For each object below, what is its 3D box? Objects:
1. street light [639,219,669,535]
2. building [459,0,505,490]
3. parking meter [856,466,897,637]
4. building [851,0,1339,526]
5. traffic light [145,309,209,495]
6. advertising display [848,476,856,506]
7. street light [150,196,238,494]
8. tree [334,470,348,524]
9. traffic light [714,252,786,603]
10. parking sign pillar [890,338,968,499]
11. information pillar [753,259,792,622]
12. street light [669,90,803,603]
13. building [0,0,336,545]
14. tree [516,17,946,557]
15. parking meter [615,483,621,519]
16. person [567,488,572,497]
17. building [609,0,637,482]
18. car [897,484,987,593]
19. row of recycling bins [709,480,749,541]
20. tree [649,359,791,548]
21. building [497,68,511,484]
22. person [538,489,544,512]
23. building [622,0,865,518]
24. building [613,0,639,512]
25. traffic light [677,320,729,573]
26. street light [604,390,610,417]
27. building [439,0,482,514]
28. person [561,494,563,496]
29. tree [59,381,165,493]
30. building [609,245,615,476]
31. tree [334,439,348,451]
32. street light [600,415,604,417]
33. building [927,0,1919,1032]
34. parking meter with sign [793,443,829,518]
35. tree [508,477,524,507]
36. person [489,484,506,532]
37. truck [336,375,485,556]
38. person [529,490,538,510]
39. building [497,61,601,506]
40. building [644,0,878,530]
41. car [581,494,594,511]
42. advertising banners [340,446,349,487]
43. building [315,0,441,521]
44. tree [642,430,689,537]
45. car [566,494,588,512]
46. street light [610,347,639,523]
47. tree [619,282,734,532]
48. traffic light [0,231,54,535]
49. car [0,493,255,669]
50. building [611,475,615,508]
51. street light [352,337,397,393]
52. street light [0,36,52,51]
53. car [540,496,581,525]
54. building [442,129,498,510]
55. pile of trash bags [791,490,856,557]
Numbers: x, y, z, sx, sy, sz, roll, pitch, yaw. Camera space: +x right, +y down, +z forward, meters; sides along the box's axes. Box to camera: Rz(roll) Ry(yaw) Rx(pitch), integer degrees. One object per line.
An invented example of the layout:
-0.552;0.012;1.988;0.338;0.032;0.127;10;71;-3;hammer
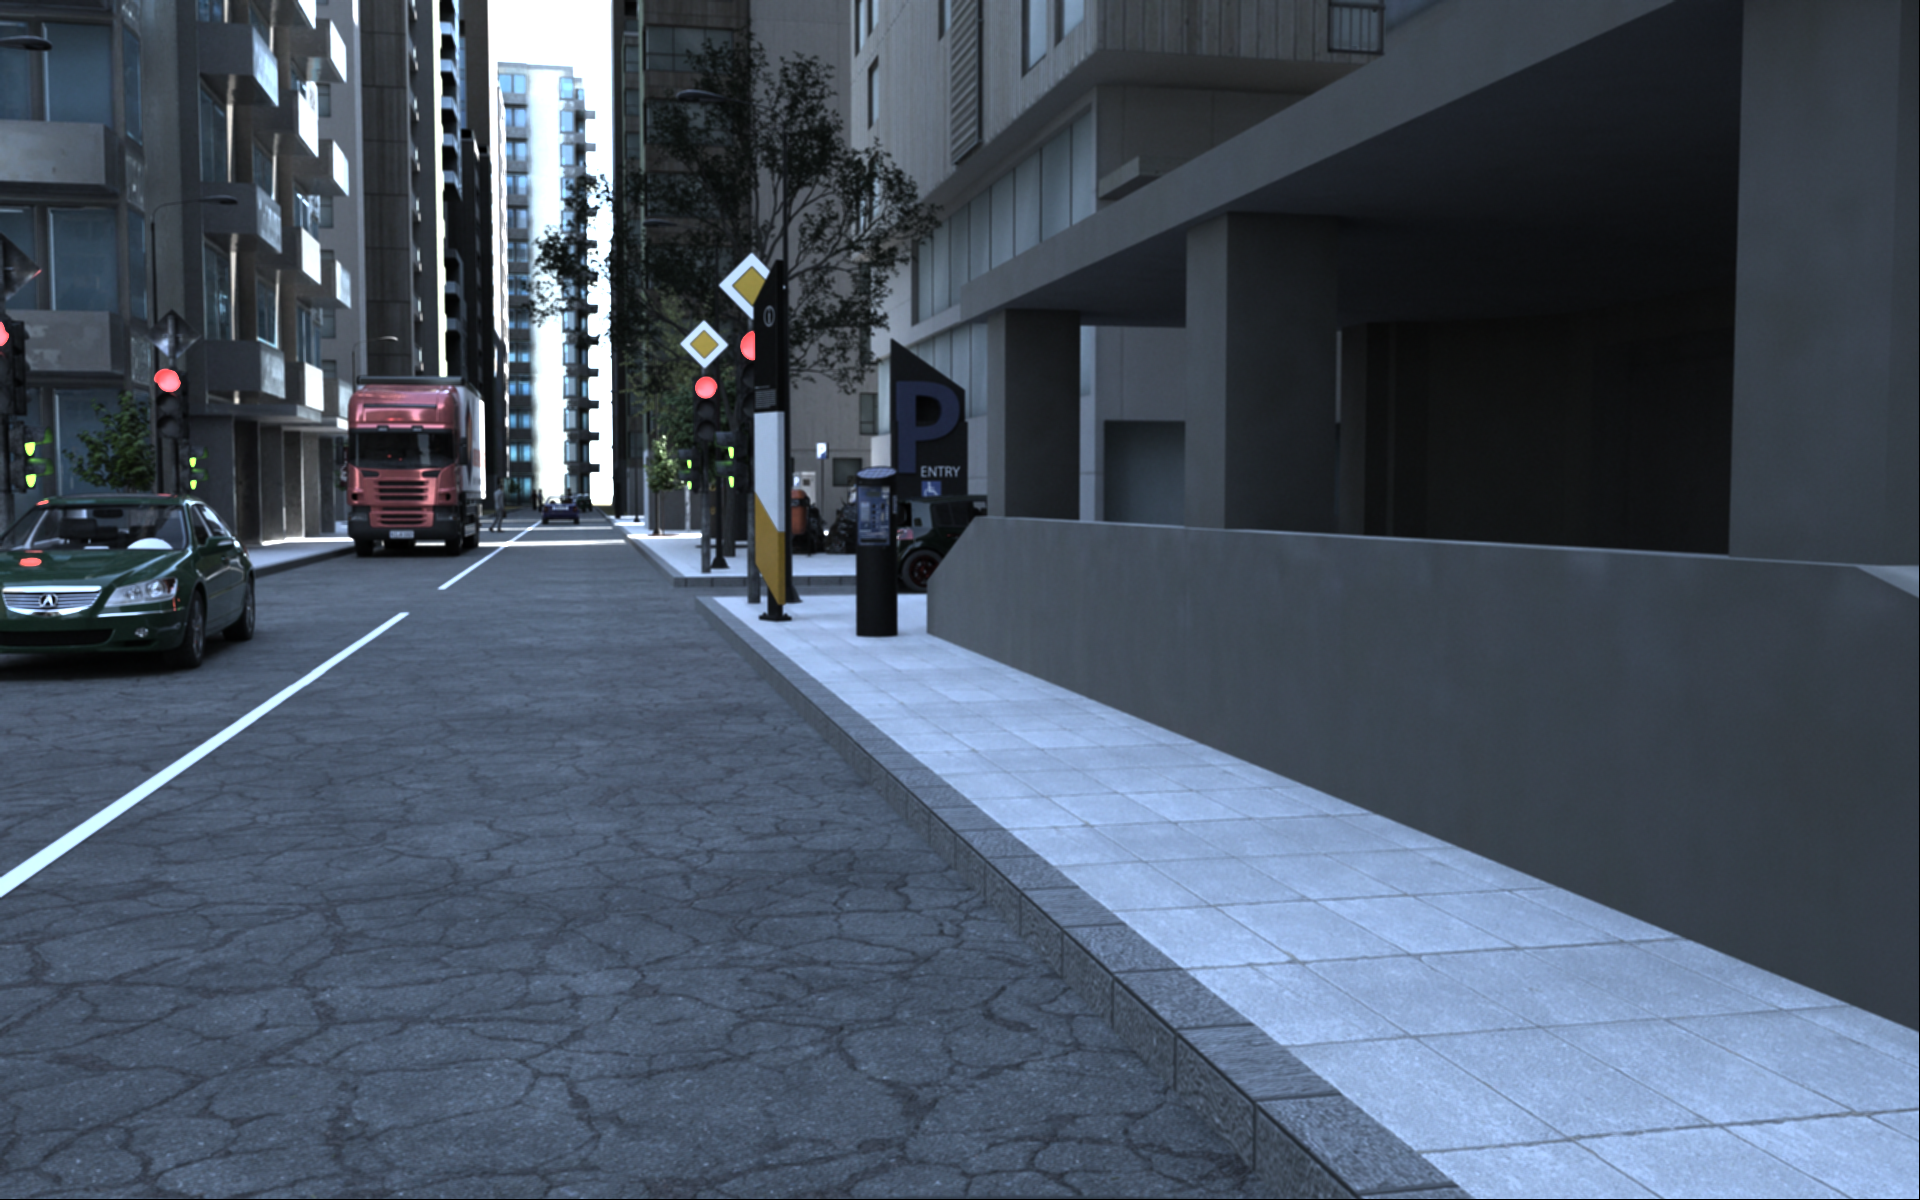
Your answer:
-4.679;-3.488;29.568;1.470;5.913;1.316;-1;4;-12;street light
-47.151;-30.536;149.375;14.600;45.320;14.200;-1;4;-12;building
-0.754;-0.445;15.684;0.372;1.533;0.369;0;3;0;parking meter
12.064;-27.783;43.493;27.495;52.752;28.713;-1;4;-12;building
-11.922;-2.289;26.341;0.839;4.253;0.868;-1;4;-12;traffic light
-3.704;-3.425;61.212;0.123;1.923;0.974;-2;4;-30;advertising display
-11.954;-3.333;27.038;1.470;5.913;1.316;-1;4;-12;street light
-26.238;-4.905;74.806;1.663;3.219;1.824;0;3;0;tree
-2.441;-1.916;20.251;0.839;4.253;0.868;-1;4;-12;traffic light
-0.536;-2.546;30.093;1.447;3.967;1.447;-1;4;-10;parking sign pillar
-1.926;-1.603;17.558;0.183;3.616;0.504;-3;4;-36;information pillar
-2.570;-2.916;20.211;1.470;5.913;1.316;-1;4;-12;street light
-28.185;-25.888;42.881;23.786;49.044;30.456;-1;4;-12;building
-4.705;-6.139;34.783;8.767;10.594;7.601;-1;4;-9;tree
-17.960;-5.206;90.830;0.255;1.863;0.399;-1;4;-17;parking meter
-24.269;-6.045;107.436;0.705;1.812;1.348;-1;4;-20;person
-22.132;-30.327;145.959;14.600;45.320;14.200;-1;4;-12;building
0.662;-0.993;26.019;4.222;1.686;2.009;-1;4;-12;car
-6.392;-2.556;48.901;1.069;1.692;3.534;-1;4;-18;row of recycling bins
-5.743;-3.547;41.703;4.285;4.588;4.351;0;3;0;tree
-50.295;-29.427;164.727;14.086;41.232;14.154;-1;4;-12;building
-33.688;-7.992;139.153;0.705;1.826;1.348;0;4;3;person
-14.386;-20.743;110.849;14.160;30.474;14.107;-1;4;-12;building
-15.372;-42.190;128.062;20.563;71.187;20.611;-1;4;-12;building
-4.148;-2.393;28.052;0.839;4.253;0.868;-1;4;-12;traffic light
-15.058;-6.424;77.567;1.470;5.913;1.316;-1;4;-12;street light
-42.519;-48.805;110.641;22.319;86.520;31.000;-1;4;-12;building
-35.391;-8.692;153.871;0.557;1.426;1.065;-1;4;-14;person
-14.044;-2.128;29.396;1.663;3.219;1.824;0;3;0;tree
-31.642;-25.716;192.161;14.107;30.474;14.160;-1;4;-12;building
-22.664;-5.110;67.264;4.285;4.588;4.351;0;3;0;tree
-20.364;-7.884;101.437;1.470;5.913;1.316;-1;4;-12;street light
16.913;-19.543;11.405;32.217;40.220;23.993;-1;4;-12;building
-5.283;-3.808;58.520;1.738;3.016;0.543;-3;5;-43;parking meter with sign
-45.306;-11.058;175.398;1.663;3.219;1.824;0;3;0;tree
-17.385;-3.475;65.433;0.709;1.813;0.853;3;4;39;person
-13.499;-3.333;43.412;2.839;4.237;11.283;-1;4;-12;truck
-37.727;-8.868;153.454;1.348;1.831;0.705;3;5;44;person
-55.354;-34.922;190.587;30.456;49.044;23.786;-1;4;-12;building
-5.608;-18.155;68.531;14.160;30.474;14.107;-1;4;-12;building
-31.503;-8.086;143.996;2.131;1.459;4.920;-1;4;-12;car
-22.136;-4.150;64.040;0.090;3.025;2.074;2;4;34;advertising banners
-33.326;-24.572;85.354;14.154;41.232;14.086;-1;4;-12;building
-8.975;-3.519;52.130;1.663;3.219;1.824;0;3;0;tree
-30.352;-7.608;136.185;2.131;1.459;4.920;-1;4;-12;car
-9.970;-4.966;53.733;1.470;5.913;1.316;-1;4;-12;street light
-9.205;-6.577;57.897;4.737;8.622;4.395;0;3;0;tree
-10.215;-1.812;18.540;0.839;4.253;0.868;-1;4;-12;traffic light
-7.525;-0.226;15.496;2.131;1.459;4.920;-1;4;-14;car
-17.319;-29.059;166.996;32.217;40.220;23.993;-1;4;-12;building
-17.351;-4.818;51.322;1.470;5.913;1.316;-1;4;-12;street light
-9.923;-2.759;17.645;1.470;5.913;1.316;-1;4;-12;street light
-19.090;-4.295;82.810;1.945;1.354;3.894;-1;4;-13;car
-44.074;-22.268;135.779;14.160;30.474;14.107;-1;4;-12;building
-3.015;-1.667;37.004;1.912;1.369;3.447;1;4;13;pile of trash bags
